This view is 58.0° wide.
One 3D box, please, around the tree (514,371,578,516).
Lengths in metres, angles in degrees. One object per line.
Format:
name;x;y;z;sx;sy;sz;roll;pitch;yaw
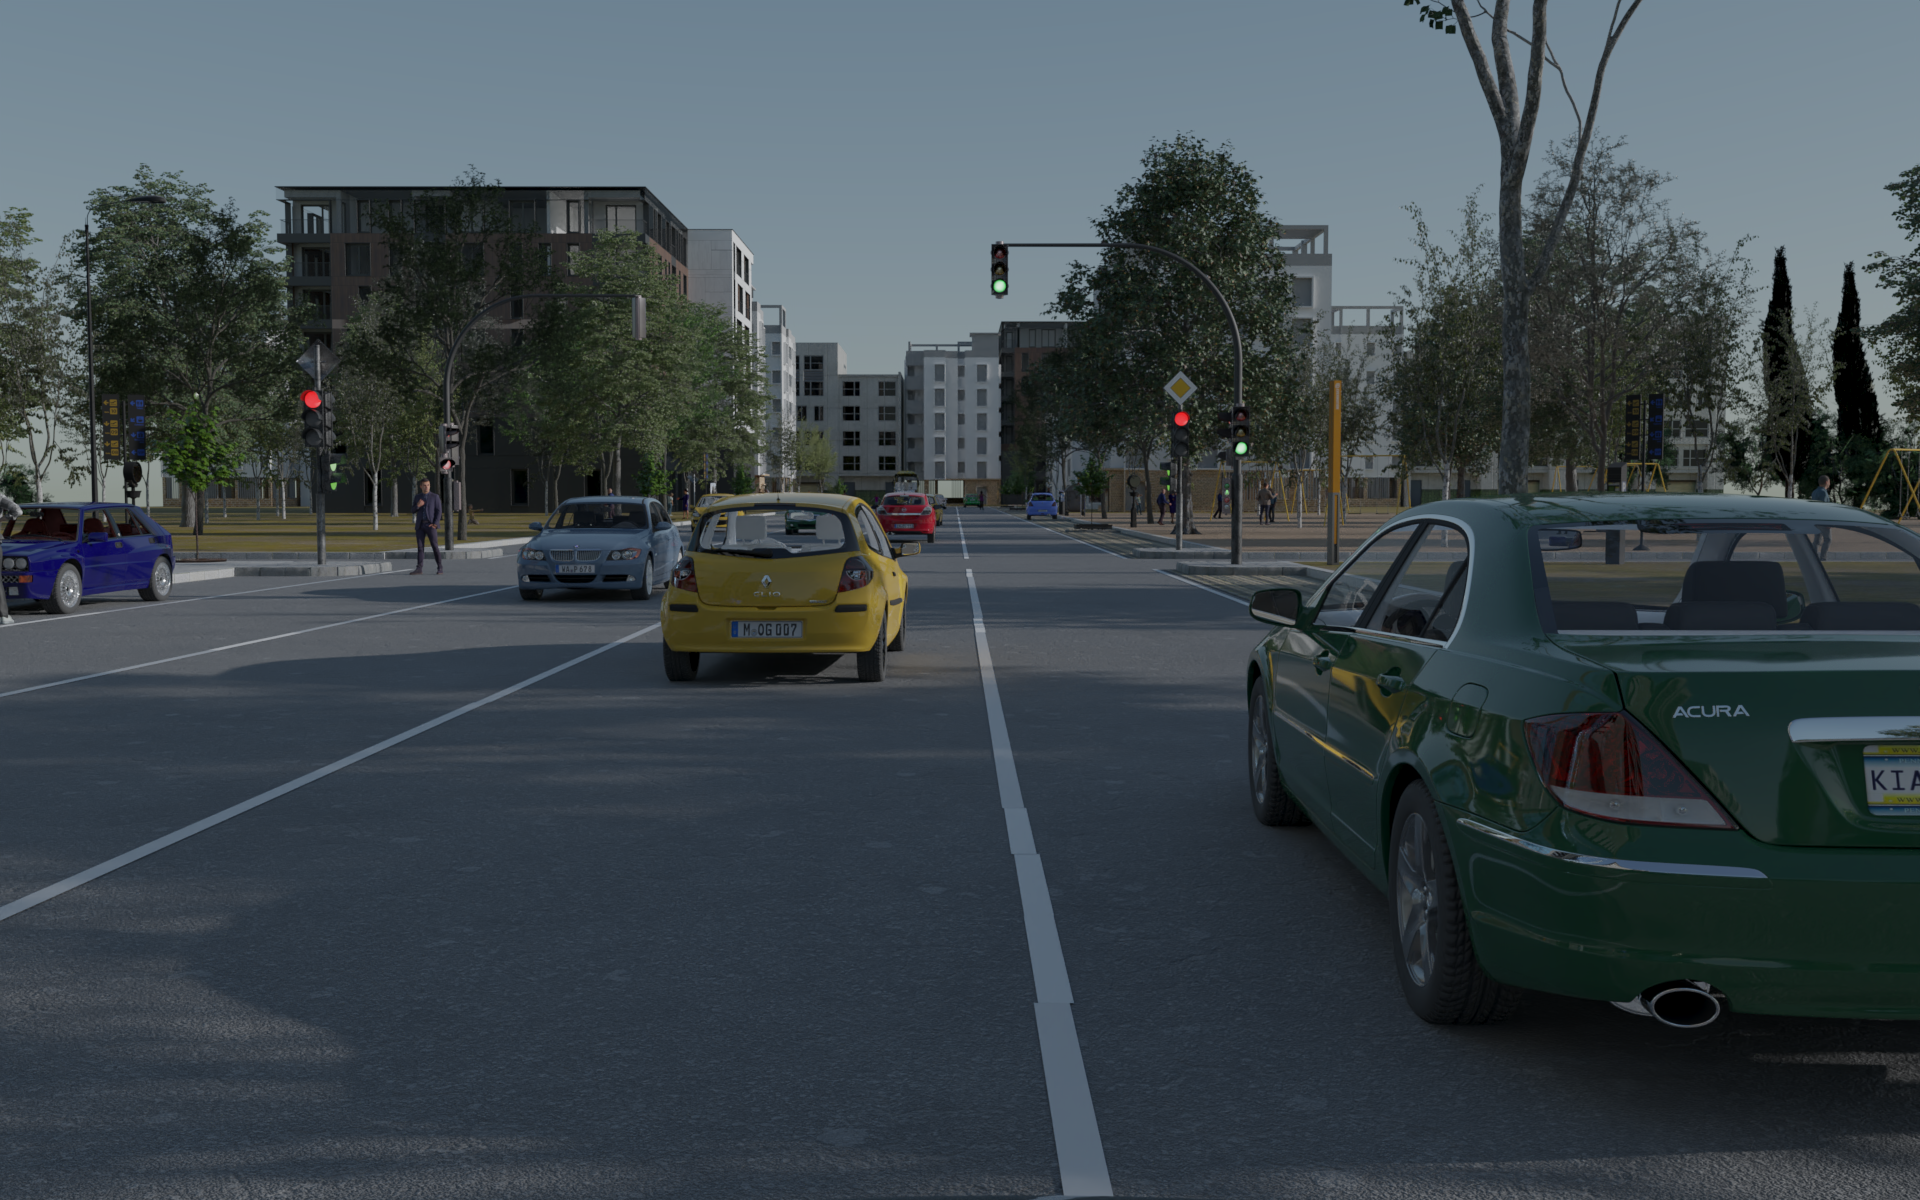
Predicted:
tree;-24.129;-9.226;101.208;4.360;8.622;3.978;0;3;0

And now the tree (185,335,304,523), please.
tree;-34.229;-8.179;84.093;4.737;8.622;4.395;0;3;0

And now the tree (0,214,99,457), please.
tree;-24.190;-5.796;45.128;4.360;8.622;3.978;0;3;0

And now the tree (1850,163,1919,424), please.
tree;28.521;-8.466;45.081;9.857;13.997;8.962;0;3;0

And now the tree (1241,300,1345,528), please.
tree;12.781;-6.995;64.729;4.360;8.622;3.978;0;3;0

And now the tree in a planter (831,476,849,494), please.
tree in a planter;-11.812;-10.512;169.100;1.991;3.239;1.994;0;4;0

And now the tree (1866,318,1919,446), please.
tree;31.470;-6.404;55.070;4.737;8.622;4.395;0;3;0

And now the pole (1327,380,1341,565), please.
pole;6.744;-2.286;31.215;0.158;3.312;0.155;0;3;0

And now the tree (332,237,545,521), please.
tree;-25.549;-10.619;83.988;12.009;13.543;11.850;0;3;0

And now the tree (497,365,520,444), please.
tree;-18.985;-10.223;92.908;9.928;11.665;9.643;0;3;0

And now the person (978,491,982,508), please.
person;2.106;-10.419;179.681;0.721;1.723;1.217;1;4;18

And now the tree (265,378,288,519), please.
tree;-34.822;-8.507;89.448;4.360;8.622;3.978;0;3;0

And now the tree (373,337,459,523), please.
tree;-24.158;-7.716;76.525;4.737;8.622;4.395;0;3;0

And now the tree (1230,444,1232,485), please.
tree;17.516;-9.251;101.621;4.360;8.622;3.978;0;3;0

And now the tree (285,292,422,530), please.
tree;-21.086;-6.818;61.843;4.360;8.622;3.978;0;3;0

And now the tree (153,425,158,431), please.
tree;-39.746;-7.926;79.945;4.360;8.622;3.978;0;3;0

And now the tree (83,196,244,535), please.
tree;-23.460;-7.302;53.798;7.601;10.594;8.767;0;4;-6

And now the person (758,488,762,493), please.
person;-16.671;-8.399;143.892;0.721;1.766;1.217;3;5;41

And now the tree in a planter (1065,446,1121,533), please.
tree in a planter;4.942;-4.133;64.797;1.991;3.239;1.994;0;4;0

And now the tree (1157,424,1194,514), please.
tree;13.983;-9.833;111.131;4.737;8.622;4.395;0;3;0

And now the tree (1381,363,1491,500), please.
tree;29.787;-10.482;105.799;8.767;10.594;7.601;2;4;24

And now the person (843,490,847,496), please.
person;-9.457;-8.194;143.159;0.721;1.739;1.217;2;4;35

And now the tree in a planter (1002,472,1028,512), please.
tree in a planter;4.680;-8.822;141.463;1.991;3.239;1.994;0;4;0

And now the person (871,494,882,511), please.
person;-6.864;-8.010;142.679;0.991;1.433;0.599;0;4;0

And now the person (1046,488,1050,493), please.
person;7.150;-8.143;139.310;0.705;1.807;1.348;2;4;30

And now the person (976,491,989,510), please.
person;1.983;-8.986;156.107;1.217;1.739;0.721;1;4;16

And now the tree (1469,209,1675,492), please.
tree;27.260;-10.410;76.854;9.857;13.997;8.962;0;3;0

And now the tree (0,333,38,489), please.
tree;-40.672;-7.489;72.800;4.737;8.622;4.395;0;3;0

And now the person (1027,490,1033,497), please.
person;7.508;-10.670;181.284;1.217;1.735;0.721;3;5;39

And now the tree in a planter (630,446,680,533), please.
tree in a planter;-11.446;-4.093;64.137;1.991;3.239;1.994;0;4;0

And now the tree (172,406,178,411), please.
tree;-40.708;-8.890;95.720;4.737;8.622;4.395;0;3;0

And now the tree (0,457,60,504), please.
tree;-64.683;-12.319;103.232;13.155;14.587;18.604;3;5;43

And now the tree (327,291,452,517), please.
tree;-32.328;-10.972;97.516;7.486;12.596;7.792;0;3;0

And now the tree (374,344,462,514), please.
tree;-34.524;-11.220;109.204;9.928;11.665;9.643;0;3;0

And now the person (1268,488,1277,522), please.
person;14.050;-4.271;78.083;0.499;1.552;0.429;2;4;35

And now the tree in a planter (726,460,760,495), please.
tree in a planter;-11.549;-5.768;91.532;1.991;3.239;1.994;0;4;0

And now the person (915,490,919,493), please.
person;-3.385;-7.389;129.838;0.721;1.766;1.217;0;4;2

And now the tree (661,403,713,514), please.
tree;-17.608;-9.848;111.382;4.737;8.622;4.395;0;3;0

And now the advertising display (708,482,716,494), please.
advertising display;-13.657;-5.525;95.542;0.123;1.923;0.974;1;4;11

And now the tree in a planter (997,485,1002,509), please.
tree in a planter;4.583;-10.481;168.583;1.991;3.239;1.994;0;4;0

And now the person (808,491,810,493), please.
person;-16.979;-11.383;194.596;1.348;1.826;0.705;2;4;33

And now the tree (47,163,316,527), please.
tree;-29.990;-9.802;66.913;9.857;13.997;8.962;0;3;0

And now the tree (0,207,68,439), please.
tree;-33.066;-8.422;55.828;7.486;12.596;7.792;0;3;0

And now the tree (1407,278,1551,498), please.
tree;26.674;-10.685;91.712;9.611;12.733;9.660;0;3;0

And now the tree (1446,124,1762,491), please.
tree;21.406;-9.014;57.748;12.009;13.543;11.850;0;3;0

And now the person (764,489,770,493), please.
person;-15.933;-8.321;142.765;0.551;1.740;0.621;0;4;-5
